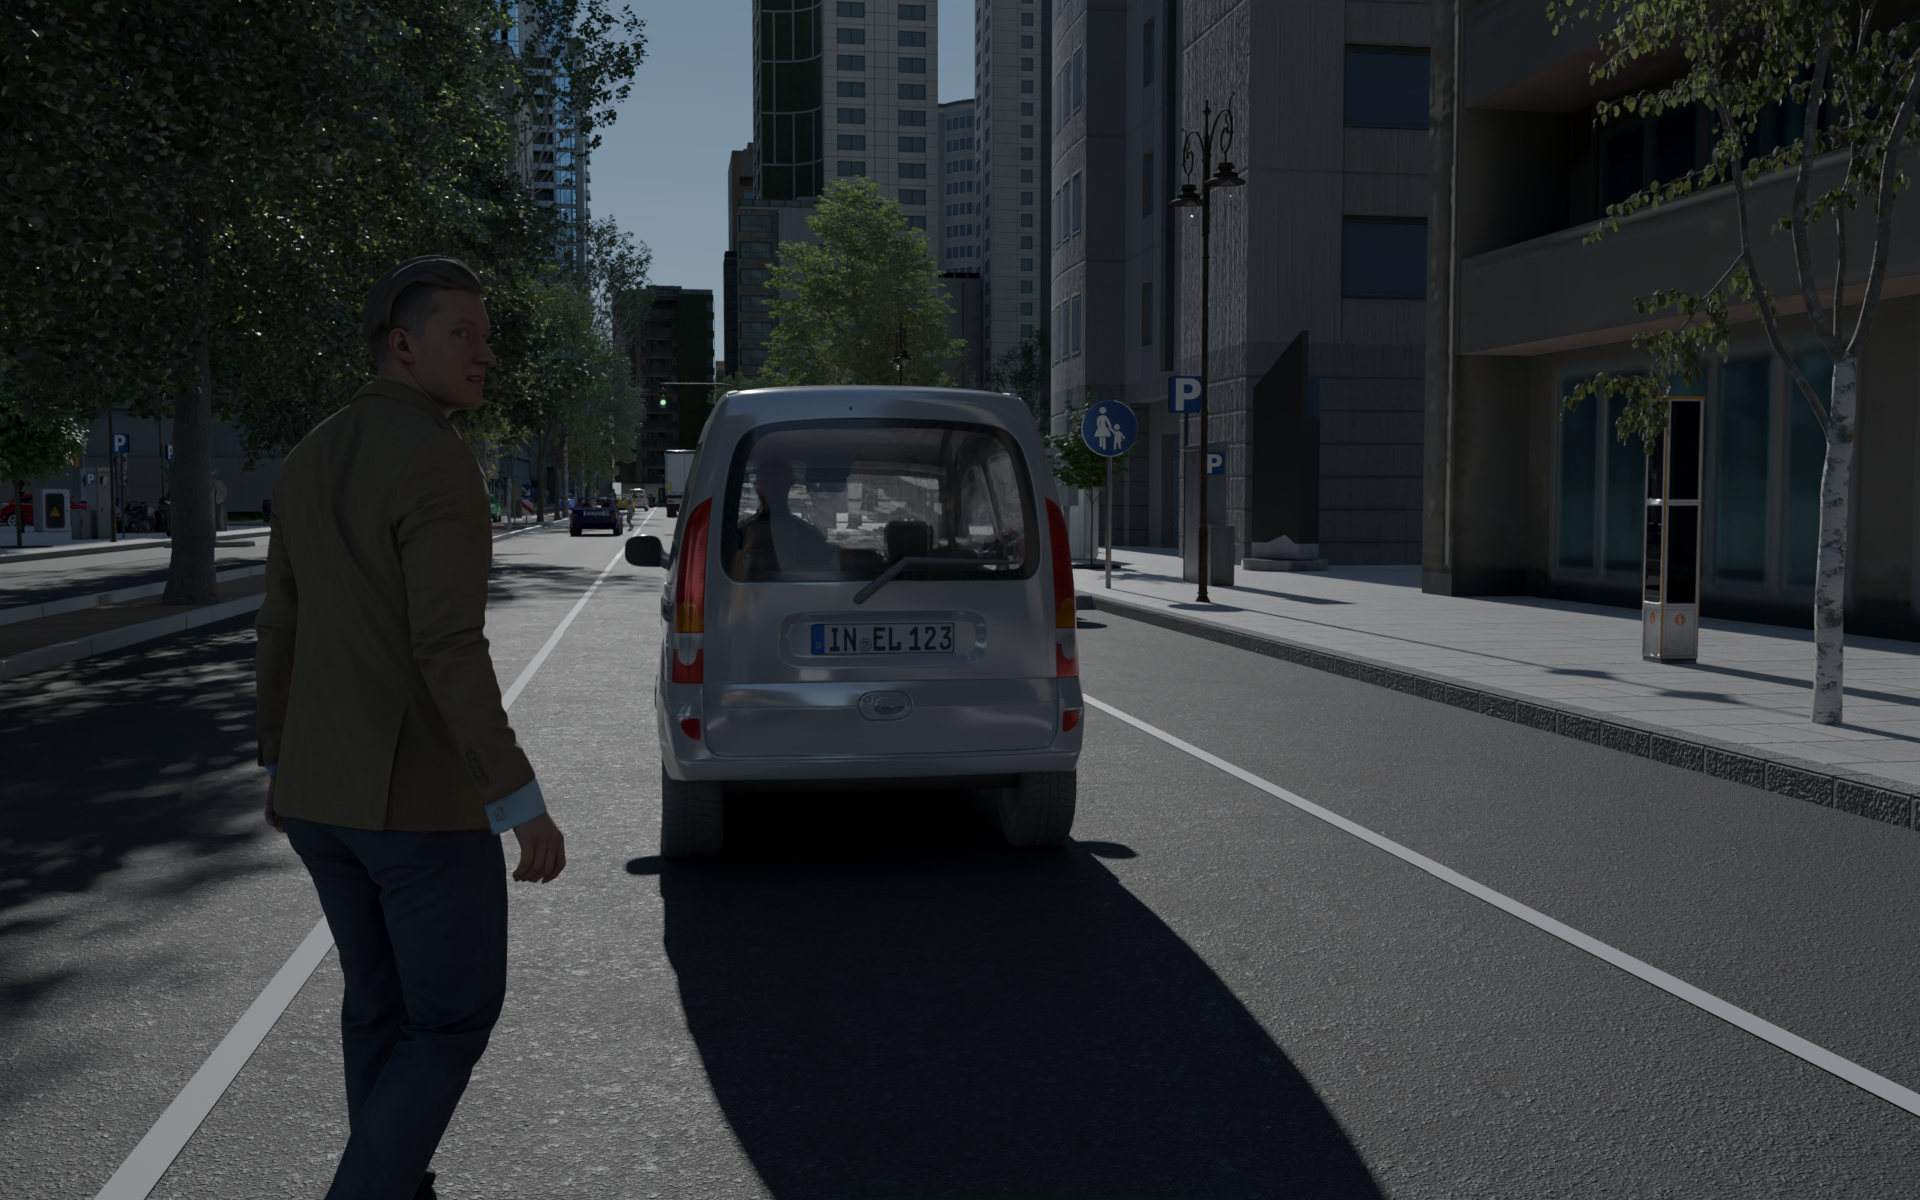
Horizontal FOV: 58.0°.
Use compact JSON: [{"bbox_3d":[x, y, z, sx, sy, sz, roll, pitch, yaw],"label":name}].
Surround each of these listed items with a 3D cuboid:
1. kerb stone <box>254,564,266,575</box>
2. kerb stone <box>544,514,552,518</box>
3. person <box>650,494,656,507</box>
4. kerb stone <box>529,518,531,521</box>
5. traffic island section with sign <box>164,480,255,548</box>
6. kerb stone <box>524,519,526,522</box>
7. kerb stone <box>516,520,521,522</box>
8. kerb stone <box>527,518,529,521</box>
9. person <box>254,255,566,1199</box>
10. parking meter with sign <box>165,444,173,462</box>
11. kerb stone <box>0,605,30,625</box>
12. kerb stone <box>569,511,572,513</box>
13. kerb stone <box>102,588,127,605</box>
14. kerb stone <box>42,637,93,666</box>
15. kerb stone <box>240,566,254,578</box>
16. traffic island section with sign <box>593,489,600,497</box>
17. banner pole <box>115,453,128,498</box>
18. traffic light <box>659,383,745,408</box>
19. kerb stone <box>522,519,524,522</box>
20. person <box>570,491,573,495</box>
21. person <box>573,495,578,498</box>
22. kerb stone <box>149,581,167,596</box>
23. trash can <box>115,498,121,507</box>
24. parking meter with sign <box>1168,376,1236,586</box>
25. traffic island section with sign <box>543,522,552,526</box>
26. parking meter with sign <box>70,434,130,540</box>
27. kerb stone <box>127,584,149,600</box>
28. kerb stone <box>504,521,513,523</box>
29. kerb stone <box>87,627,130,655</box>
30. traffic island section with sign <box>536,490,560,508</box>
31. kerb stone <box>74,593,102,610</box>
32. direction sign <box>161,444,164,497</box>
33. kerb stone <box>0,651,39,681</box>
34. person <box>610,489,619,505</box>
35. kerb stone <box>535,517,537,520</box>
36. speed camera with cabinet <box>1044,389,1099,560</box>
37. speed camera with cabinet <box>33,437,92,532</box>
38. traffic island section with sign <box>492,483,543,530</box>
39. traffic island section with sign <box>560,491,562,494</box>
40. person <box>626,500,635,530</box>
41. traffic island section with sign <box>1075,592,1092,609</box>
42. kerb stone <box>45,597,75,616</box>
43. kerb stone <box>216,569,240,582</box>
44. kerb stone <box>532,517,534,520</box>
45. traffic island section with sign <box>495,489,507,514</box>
[{"bbox_3d":[-12.491,-0.519,30.689,0.120,0.150,1.000,-1,4,-10],"label":"kerb stone"},{"bbox_3d":[-25.254,-5.126,106.013,0.120,0.150,1.000,-1,4,-10],"label":"kerb stone"},{"bbox_3d":[-34.838,-11.285,196.245,0.697,1.427,0.421,1,4,11],"label":"person"},{"bbox_3d":[-22.504,-4.137,89.835,0.120,0.150,1.000,-1,4,-10],"label":"kerb stone"},{"bbox_3d":[-20.226,-2.336,46.821,1.989,1.847,2.006,-1,4,-10],"label":"traffic island section with sign"},{"bbox_3d":[-21.989,-3.951,86.793,0.120,0.150,1.000,-1,4,-10],"label":"kerb stone"},{"bbox_3d":[-21.480,-3.765,83.759,0.120,0.150,1.000,-1,4,-10],"label":"kerb stone"},{"bbox_3d":[-22.330,-4.075,88.823,0.120,0.150,1.000,-1,4,-10],"label":"kerb stone"},{"bbox_3d":[-0.944,0.336,2.922,0.656,1.842,0.836,1,4,8],"label":"person"},{"bbox_3d":[-26.881,-3.949,60.830,1.738,3.016,0.543,0,4,-6],"label":"parking meter with sign"},{"bbox_3d":[-10.606,0.162,19.556,0.120,0.150,1.000,-1,4,-10],"label":"kerb stone"},{"bbox_3d":[-30.047,-6.858,134.318,0.120,0.150,1.000,-1,4,-10],"label":"kerb stone"},{"bbox_3d":[-11.110,-0.023,22.582,0.120,0.150,1.000,-1,4,-10],"label":"kerb stone"},{"bbox_3d":[-7.671,0.451,14.826,0.120,0.150,1.000,-1,4,-10],"label":"kerb stone"},{"bbox_3d":[-12.316,-0.457,29.674,0.120,0.150,1.000,-1,4,-10],"label":"kerb stone"},{"bbox_3d":[-31.906,-8.774,151.594,2.006,1.907,1.989,-1,4,-10],"label":"traffic island section with sign"},{"bbox_3d":[-37.640,-5.362,77.681,0.863,3.779,0.401,1,4,21],"label":"banner pole"},{"bbox_3d":[-9.914,-5.897,71.089,4.771,5.953,1.251,-1,4,-10],"label":"traffic light"},{"bbox_3d":[-21.821,-3.889,85.784,0.120,0.150,1.000,-1,4,-10],"label":"kerb stone"},{"bbox_3d":[-38.912,-10.020,173.011,0.721,1.739,1.217,-1,4,-17],"label":"person"},{"bbox_3d":[-47.574,-12.588,214.303,0.705,1.826,1.348,1,4,16],"label":"person"},{"bbox_3d":[-11.462,-0.147,24.604,0.120,0.150,1.000,-1,4,-10],"label":"kerb stone"},{"bbox_3d":[-29.904,-3.012,60.901,0.748,1.137,0.748,0,3,0],"label":"trash can"},{"bbox_3d":[3.509,-1.748,24.838,0.543,3.016,1.738,-1,4,-11],"label":"parking meter with sign"},{"bbox_3d":[-19.348,-4.243,77.508,2.006,1.907,1.989,-1,4,-10],"label":"traffic island section with sign"},{"bbox_3d":[-24.489,-3.243,49.285,0.543,3.016,1.738,1,4,19],"label":"parking meter with sign"},{"bbox_3d":[-11.290,-0.083,23.595,0.120,0.150,1.000,-1,4,-10],"label":"kerb stone"},{"bbox_3d":[-20.788,-3.518,79.713,0.120,0.150,1.000,-1,4,-10],"label":"kerb stone"},{"bbox_3d":[-7.840,0.388,15.849,0.120,0.150,1.000,-1,4,-10],"label":"kerb stone"},{"bbox_3d":[-42.293,-10.310,177.188,1.989,1.847,2.006,-1,4,-10],"label":"traffic island section with sign"},{"bbox_3d":[-10.947,0.038,21.573,0.120,0.150,1.000,-1,4,-10],"label":"kerb stone"},{"bbox_3d":[-36.094,-5.285,78.403,0.379,3.537,0.876,-1,4,-22],"label":"direction sign"},{"bbox_3d":[-7.498,0.521,13.817,0.120,0.150,1.000,-1,4,-10],"label":"kerb stone"},{"bbox_3d":[-24.218,-6.887,121.197,0.616,1.811,0.778,1,4,14],"label":"person"},{"bbox_3d":[-23.189,-4.383,93.875,0.120,0.150,1.000,-1,4,-10],"label":"kerb stone"},{"bbox_3d":[2.133,-2.393,33.457,0.660,3.252,2.038,1,4,20],"label":"speed camera with cabinet"},{"bbox_3d":[-30.379,-3.948,58.884,0.660,3.252,2.038,2,4,35],"label":"speed camera with cabinet"},{"bbox_3d":[-18.120,-3.796,70.203,2.006,1.907,1.989,-1,4,-10],"label":"traffic island section with sign"},{"bbox_3d":[-46.927,-11.979,204.490,1.989,1.847,2.006,-1,4,-10],"label":"traffic island section with sign"},{"bbox_3d":[-12.971,-3.353,68.337,0.382,1.210,0.505,-1,4,-22],"label":"person"},{"bbox_3d":[0.518,-0.844,22.435,1.989,1.847,2.006,-1,4,-10],"label":"traffic island section with sign"},{"bbox_3d":[-10.770,0.104,20.567,0.120,0.150,1.000,-1,4,-10],"label":"kerb stone"},{"bbox_3d":[-12.142,-0.395,28.657,0.120,0.150,1.000,-1,4,-10],"label":"kerb stone"},{"bbox_3d":[-22.847,-4.259,91.854,0.120,0.150,1.000,-1,4,-10],"label":"kerb stone"},{"bbox_3d":[-33.920,-7.284,127.715,1.989,1.847,2.006,-1,4,-10],"label":"traffic island section with sign"}]
